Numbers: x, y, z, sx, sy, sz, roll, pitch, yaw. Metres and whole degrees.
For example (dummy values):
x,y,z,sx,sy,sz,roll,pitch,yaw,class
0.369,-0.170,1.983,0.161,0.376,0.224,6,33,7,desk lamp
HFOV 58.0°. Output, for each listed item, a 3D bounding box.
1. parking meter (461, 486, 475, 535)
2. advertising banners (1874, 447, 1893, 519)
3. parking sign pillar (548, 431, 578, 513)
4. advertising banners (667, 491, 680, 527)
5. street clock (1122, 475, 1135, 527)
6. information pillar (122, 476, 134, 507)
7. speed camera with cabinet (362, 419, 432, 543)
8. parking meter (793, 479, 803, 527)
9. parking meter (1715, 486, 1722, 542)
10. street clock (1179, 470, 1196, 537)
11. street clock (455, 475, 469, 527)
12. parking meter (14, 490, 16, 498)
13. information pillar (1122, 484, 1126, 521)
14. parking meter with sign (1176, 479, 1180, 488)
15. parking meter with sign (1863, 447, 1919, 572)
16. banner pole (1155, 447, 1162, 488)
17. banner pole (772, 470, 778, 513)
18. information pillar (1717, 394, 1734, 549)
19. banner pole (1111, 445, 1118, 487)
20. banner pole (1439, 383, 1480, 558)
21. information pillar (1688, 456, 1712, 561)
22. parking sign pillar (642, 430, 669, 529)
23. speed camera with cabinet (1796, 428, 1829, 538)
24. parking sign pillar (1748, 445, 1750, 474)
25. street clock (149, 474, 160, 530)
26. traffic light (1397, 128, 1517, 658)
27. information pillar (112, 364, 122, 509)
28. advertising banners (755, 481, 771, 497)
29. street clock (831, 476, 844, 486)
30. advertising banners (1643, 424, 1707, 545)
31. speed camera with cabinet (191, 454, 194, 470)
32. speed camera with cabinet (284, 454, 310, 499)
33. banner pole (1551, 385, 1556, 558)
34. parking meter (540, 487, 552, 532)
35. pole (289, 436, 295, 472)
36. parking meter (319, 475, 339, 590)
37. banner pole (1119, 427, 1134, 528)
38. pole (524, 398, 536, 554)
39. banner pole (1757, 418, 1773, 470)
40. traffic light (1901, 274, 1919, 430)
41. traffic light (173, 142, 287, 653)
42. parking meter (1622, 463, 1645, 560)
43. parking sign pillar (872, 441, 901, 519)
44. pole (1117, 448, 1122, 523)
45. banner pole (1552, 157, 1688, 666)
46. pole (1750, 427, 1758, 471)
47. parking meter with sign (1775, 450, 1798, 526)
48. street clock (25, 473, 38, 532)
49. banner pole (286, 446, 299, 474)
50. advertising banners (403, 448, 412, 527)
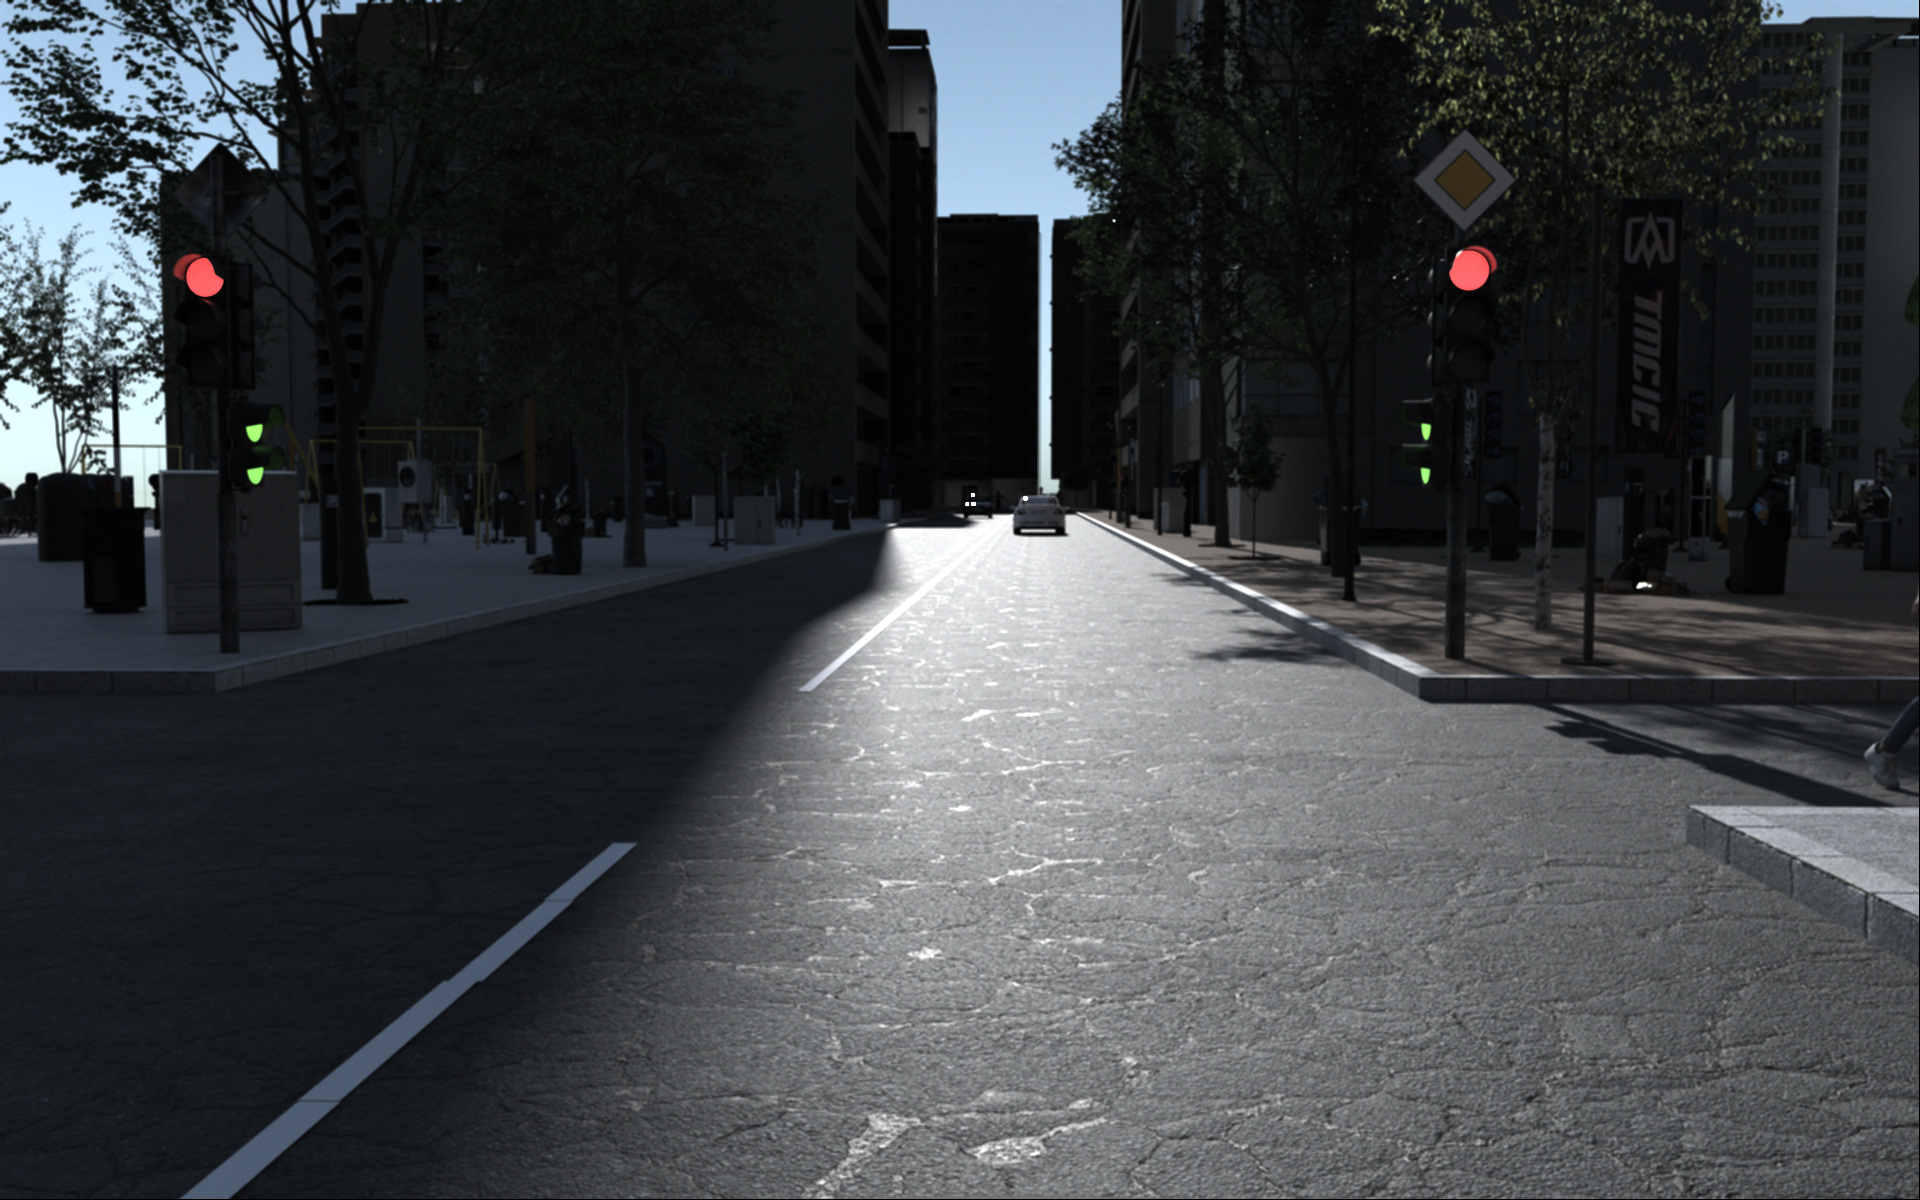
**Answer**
x,y,z,sx,sy,sz,roll,pitch,yaw,class
-15.349,-2.790,54.035,0.372,1.533,0.369,0,3,0,parking meter
34.545,-4.131,63.724,0.090,3.025,2.074,-2,4,-28,advertising banners
-17.098,-5.264,74.534,1.447,3.967,1.447,2,4,32,parking sign pillar
-11.805,-4.343,67.200,2.074,3.025,0.090,1,4,21,advertising banners
6.543,-3.840,67.362,0.471,2.002,0.358,0,4,8,street clock
-33.877,-4.042,70.570,0.304,2.012,0.304,2,4,34,information pillar
-14.902,-3.144,45.739,2.038,3.252,0.660,2,4,28,speed camera with cabinet
-6.372,-3.809,67.988,0.255,1.863,0.399,-2,4,-32,parking meter
20.400,-2.318,46.310,0.372,1.533,0.369,0,3,0,parking meter
6.822,-2.899,51.970,0.471,2.002,0.358,-1,4,-14,street clock
-19.330,-3.833,67.241,0.471,2.002,0.358,0,4,5,street clock
-47.181,-4.795,86.810,0.372,1.533,0.369,0,3,0,parking meter
7.719,-4.766,82.413,0.304,2.012,0.304,1,4,13,information pillar
11.065,-5.464,85.593,0.543,3.016,1.738,-2,4,-29,parking meter with sign
15.807,-1.974,28.539,0.543,3.016,1.738,-2,4,-27,parking meter with sign
9.311,-5.570,81.082,0.401,3.779,0.863,2,4,30,banner pole
-9.340,-5.960,87.460,0.401,3.779,0.863,1,4,18,banner pole
17.827,-2.996,40.335,0.504,3.616,0.183,-3,4,-37,information pillar
7.087,-5.402,78.343,0.401,3.779,0.863,3,5,43,banner pole
10.025,-2.733,34.708,0.401,3.779,0.863,-3,4,-37,banner pole
14.194,-1.757,33.215,0.304,2.012,0.304,3,5,44,information pillar
-11.677,-4.678,64.962,1.447,3.967,1.447,-1,4,-17,parking sign pillar
25.404,-3.502,51.601,0.660,3.252,2.038,1,4,17,speed camera with cabinet
35.126,-5.454,77.646,1.447,3.967,1.447,0,4,-4,parking sign pillar
-28.884,-3.531,62.297,0.358,2.002,0.471,2,4,34,street clock
3.861,-1.501,13.470,0.839,4.253,0.868,0,4,3,traffic light
-15.148,-2.433,31.128,0.183,3.616,0.504,-2,4,-24,information pillar
-9.649,-5.450,85.299,0.090,3.025,2.074,1,4,16,advertising banners
-4.809,-3.872,67.869,0.471,2.002,0.358,-2,4,-25,street clock
17.847,-2.917,43.880,0.090,3.025,2.074,-3,5,-45,advertising banners
-36.970,-5.562,85.282,2.038,3.252,0.660,-1,4,-12,speed camera with cabinet
-32.946,-5.597,85.845,2.038,3.252,0.660,3,5,43,speed camera with cabinet
12.151,-2.759,35.123,0.863,3.779,0.401,-2,4,-29,banner pole
-13.916,-3.047,58.227,0.372,1.533,0.369,0,3,0,parking meter
-23.422,-4.095,60.800,0.158,3.312,0.155,0,3,0,pole
-8.446,-0.917,23.399,0.372,1.533,0.369,0,3,0,parking meter
6.382,-4.568,64.704,0.401,3.779,0.863,-1,4,-12,banner pole
-9.154,-2.631,36.867,0.158,3.312,0.155,0,3,0,pole
26.636,-4.123,57.421,0.863,3.779,0.401,-1,4,-9,banner pole
3.504,-1.014,5.493,0.839,4.253,0.868,0,4,3,traffic light
-5.891,-1.527,13.889,0.839,4.253,0.868,0,4,3,traffic light
12.690,-1.647,32.635,0.255,1.863,0.399,0,4,-1,parking meter
-3.773,-6.134,88.755,1.447,3.967,1.447,1,4,21,parking sign pillar
7.108,-5.099,77.206,0.158,3.312,0.155,0,3,0,pole
4.981,-1.404,12.977,0.863,3.779,0.401,0,4,2,banner pole
24.212,-3.612,52.891,0.158,3.312,0.155,0,3,0,pole
33.204,-4.478,69.472,0.543,3.016,1.738,3,5,39,parking meter with sign
-31.542,-3.323,58.904,0.358,2.002,0.471,0,4,-4,street clock
-34.882,-6.141,90.427,0.863,3.779,0.401,1,4,10,banner pole
-20.847,-4.196,64.788,0.090,3.025,2.074,0,4,6,advertising banners
